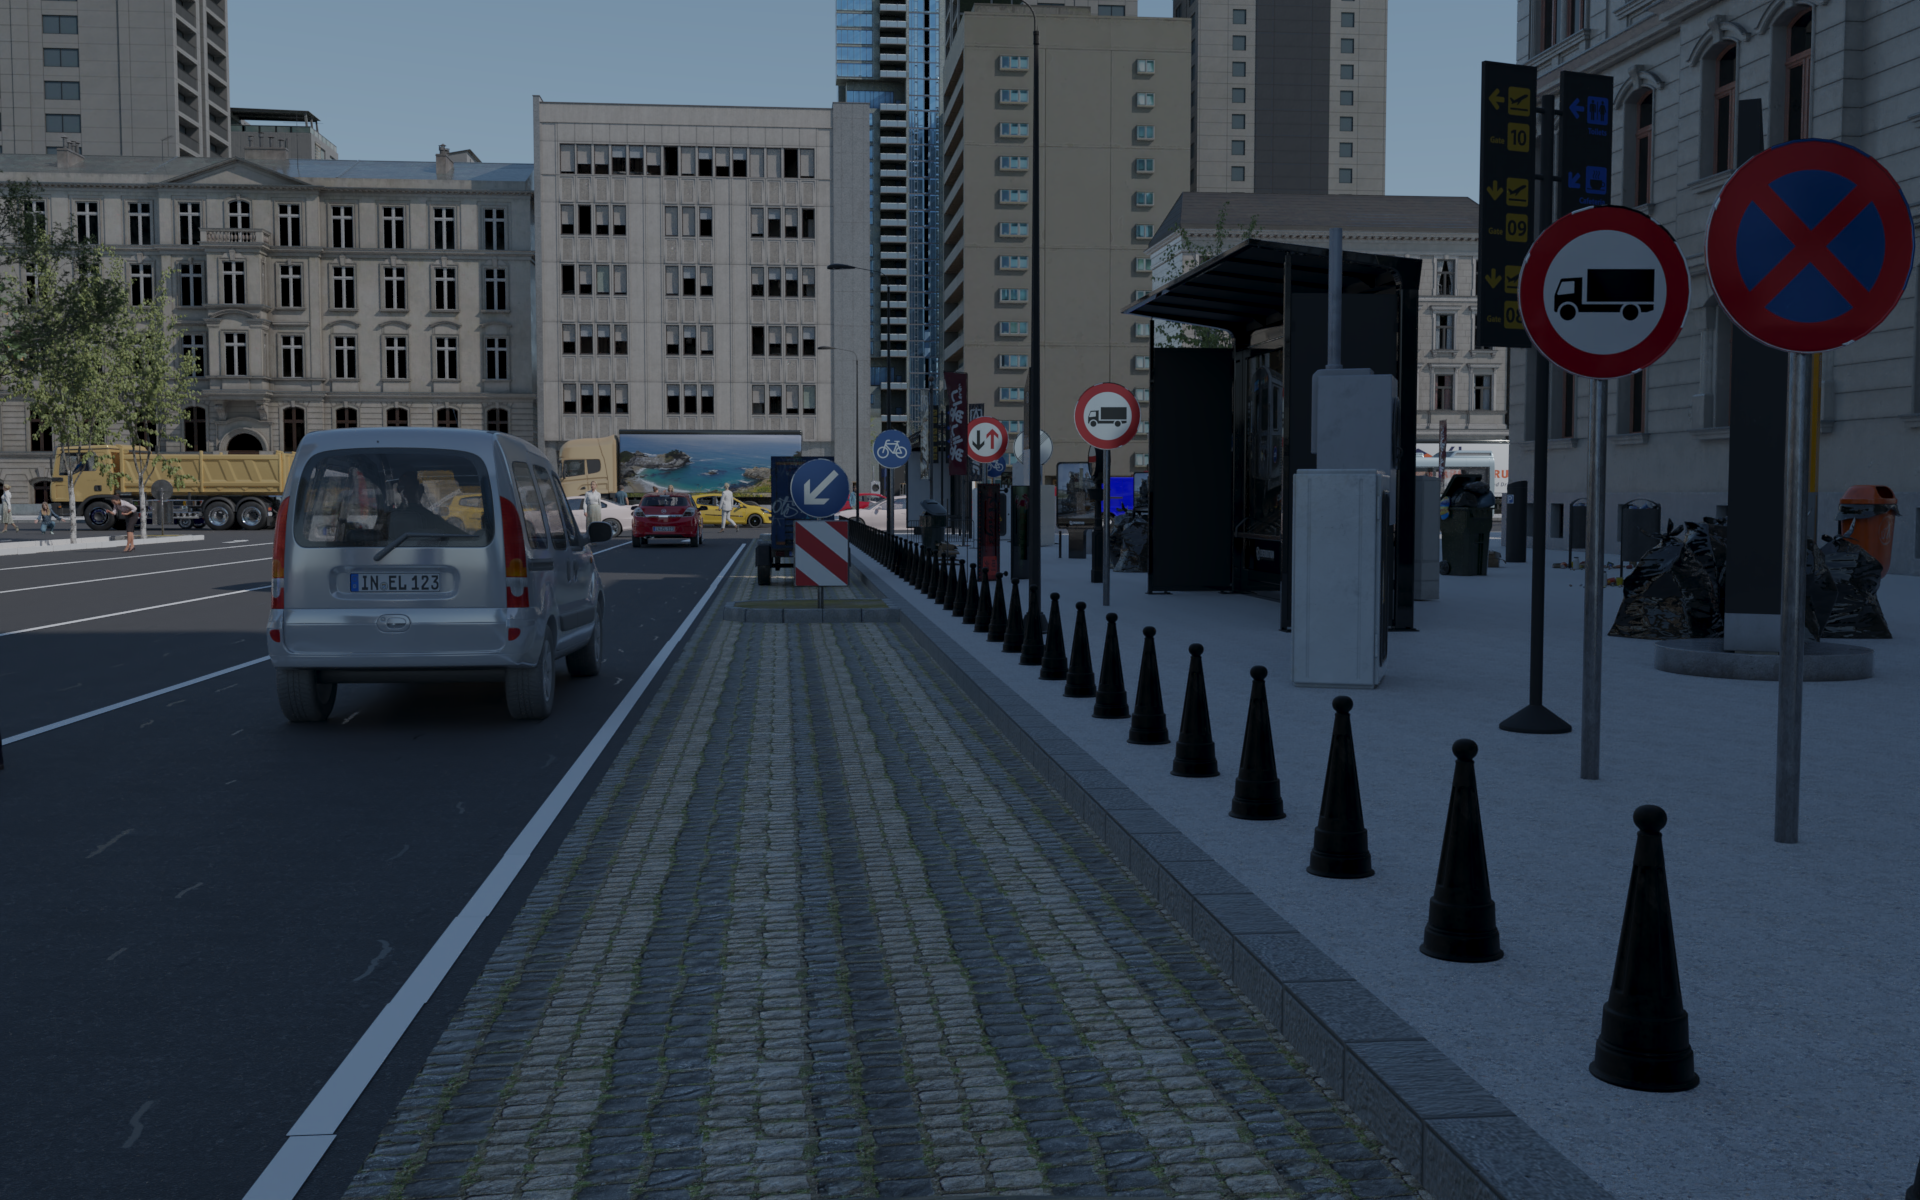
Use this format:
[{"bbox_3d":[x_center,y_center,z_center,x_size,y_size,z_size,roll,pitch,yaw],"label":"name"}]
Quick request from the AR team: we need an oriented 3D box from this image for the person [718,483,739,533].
[{"bbox_3d":[-8.537,-3.388,63.767,0.818,1.842,0.514,1,4,12],"label":"person"}]

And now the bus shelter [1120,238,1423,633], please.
[{"bbox_3d":[3.198,-1.702,19.116,1.731,3.624,6.357,0,4,-6],"label":"bus shelter"}]

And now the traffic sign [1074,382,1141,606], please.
[{"bbox_3d":[1.682,-1.206,19.828,0.768,2.556,0.104,0,4,1],"label":"traffic sign"}]

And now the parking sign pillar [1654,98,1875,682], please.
[{"bbox_3d":[5.807,-1.465,12.431,1.447,3.967,1.447,2,4,28],"label":"parking sign pillar"}]

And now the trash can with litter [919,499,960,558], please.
[{"bbox_3d":[-0.370,-1.463,35.313,0.624,1.170,1.055,-2,4,-35],"label":"trash can with litter"}]

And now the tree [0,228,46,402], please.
[{"bbox_3d":[-23.905,-5.720,46.347,4.737,8.622,4.395,0,3,0],"label":"tree"}]

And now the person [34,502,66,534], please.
[{"bbox_3d":[-32.580,-2.936,61.998,1.012,1.151,0.738,-2,4,-29],"label":"person"}]

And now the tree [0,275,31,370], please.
[{"bbox_3d":[-22.396,-6.792,30.517,9.611,12.733,9.660,0,3,0],"label":"tree"}]

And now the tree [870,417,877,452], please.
[{"bbox_3d":[-8.557,-11.648,140.815,4.737,8.622,4.395,0,3,0],"label":"tree"}]

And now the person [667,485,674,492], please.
[{"bbox_3d":[-11.544,-3.725,69.583,0.709,1.800,0.728,1,4,10],"label":"person"}]

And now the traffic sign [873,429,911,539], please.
[{"bbox_3d":[-1.338,-2.088,34.241,0.768,2.556,0.104,0,4,2],"label":"traffic sign"}]

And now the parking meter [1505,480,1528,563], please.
[{"bbox_3d":[10.443,-1.473,32.496,0.372,1.533,0.369,0,3,0],"label":"parking meter"}]

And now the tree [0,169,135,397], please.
[{"bbox_3d":[-23.212,-6.312,40.068,8.767,10.594,7.601,0,4,-6],"label":"tree"}]

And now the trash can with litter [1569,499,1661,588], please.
[{"bbox_3d":[9.669,-0.773,23.699,2.233,1.210,1.678,3,5,40],"label":"trash can with litter"}]

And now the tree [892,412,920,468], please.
[{"bbox_3d":[-3.759,-12.227,150.274,4.360,8.622,3.978,0,3,0],"label":"tree"}]

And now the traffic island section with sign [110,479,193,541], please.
[{"bbox_3d":[-24.776,-2.764,53.329,2.006,1.907,1.989,0,4,-6],"label":"traffic island section with sign"}]

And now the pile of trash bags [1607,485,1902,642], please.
[{"bbox_3d":[7.649,-0.379,15.955,3.447,1.369,1.912,-3,4,-37],"label":"pile of trash bags"}]

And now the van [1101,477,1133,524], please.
[{"bbox_3d":[6.742,-3.588,63.048,5.245,2.365,2.240,0,4,-7],"label":"van"}]

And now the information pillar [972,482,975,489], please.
[{"bbox_3d":[0.774,-6.752,101.748,0.183,3.616,0.504,1,4,18],"label":"information pillar"}]

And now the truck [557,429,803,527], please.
[{"bbox_3d":[-12.620,-5.346,76.319,11.283,4.237,2.839,0,4,-7],"label":"truck"}]

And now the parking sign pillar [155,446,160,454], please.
[{"bbox_3d":[-44.628,-6.630,96.875,1.447,3.967,1.447,-1,4,-15],"label":"parking sign pillar"}]

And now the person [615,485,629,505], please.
[{"bbox_3d":[-14.233,-3.941,73.068,0.598,1.807,0.434,1,4,23],"label":"person"}]

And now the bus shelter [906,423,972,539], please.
[{"bbox_3d":[-0.662,-3.550,51.972,2.014,3.302,5.546,0,4,-6],"label":"bus shelter"}]

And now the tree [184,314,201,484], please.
[{"bbox_3d":[-24.279,-6.015,51.162,4.737,8.622,4.395,0,3,0],"label":"tree"}]

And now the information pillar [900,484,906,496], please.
[{"bbox_3d":[-3.962,-7.099,120.563,0.304,2.012,0.304,3,5,44],"label":"information pillar"}]

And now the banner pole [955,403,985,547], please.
[{"bbox_3d":[0.269,-3.192,42.198,0.863,3.779,0.401,3,4,37],"label":"banner pole"}]

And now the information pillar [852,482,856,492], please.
[{"bbox_3d":[-6.270,-6.052,103.437,0.304,2.012,0.304,1,4,14],"label":"information pillar"}]

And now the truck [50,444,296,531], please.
[{"bbox_3d":[-31.541,-4.455,68.771,9.791,3.379,3.469,0,4,-6],"label":"truck"}]

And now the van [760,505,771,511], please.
[{"bbox_3d":[-10.297,-4.608,82.352,4.112,2.044,2.013,0,4,-7],"label":"van"}]

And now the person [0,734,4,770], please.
[{"bbox_3d":[-5.237,0.020,9.096,0.530,1.710,0.541,0,4,1],"label":"person"}]

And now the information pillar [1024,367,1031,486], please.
[{"bbox_3d":[1.276,-2.498,32.197,0.183,3.616,0.504,-1,4,-10],"label":"information pillar"}]

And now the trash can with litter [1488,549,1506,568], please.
[{"bbox_3d":[9.073,-1.168,30.481,1.055,1.170,0.624,1,4,20],"label":"trash can with litter"}]

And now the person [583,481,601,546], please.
[{"bbox_3d":[-10.150,-2.397,47.915,0.478,1.798,0.641,0,4,-4],"label":"person"}]

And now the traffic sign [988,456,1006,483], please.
[{"bbox_3d":[1.035,-3.254,53.315,0.768,2.556,0.104,0,4,3],"label":"traffic sign"}]

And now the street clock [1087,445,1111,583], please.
[{"bbox_3d":[2.007,-1.250,25.001,0.358,2.002,0.471,-1,4,-10],"label":"street clock"}]

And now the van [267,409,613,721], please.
[{"bbox_3d":[-3.559,-0.326,12.336,2.013,2.044,4.112,0,4,-5],"label":"van"}]

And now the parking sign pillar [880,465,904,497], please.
[{"bbox_3d":[-4.654,-8.276,123.782,1.447,3.967,1.447,-1,4,-19],"label":"parking sign pillar"}]

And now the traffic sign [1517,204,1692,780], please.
[{"bbox_3d":[2.841,-0.467,7.734,0.768,2.556,0.104,0,4,0],"label":"traffic sign"}]

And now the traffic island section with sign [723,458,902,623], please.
[{"bbox_3d":[-1.736,-0.699,20.051,1.989,1.847,2.006,0,4,-6],"label":"traffic island section with sign"}]

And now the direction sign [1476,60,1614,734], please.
[{"bbox_3d":[3.133,-1.060,9.324,0.876,3.537,0.379,-2,4,-24],"label":"direction sign"}]

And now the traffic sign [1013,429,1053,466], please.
[{"bbox_3d":[1.403,-2.030,33.289,0.768,2.556,0.104,0,4,1],"label":"traffic sign"}]

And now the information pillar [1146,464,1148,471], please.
[{"bbox_3d":[14.416,-8.702,133.630,0.183,3.616,0.504,-1,4,-10],"label":"information pillar"}]

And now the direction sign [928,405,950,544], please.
[{"bbox_3d":[-0.456,-3.191,44.173,0.876,3.537,0.379,0,4,-5],"label":"direction sign"}]

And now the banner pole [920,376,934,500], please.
[{"bbox_3d":[-0.688,-2.846,36.551,0.401,3.779,0.863,1,4,21],"label":"banner pole"}]

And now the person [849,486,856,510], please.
[{"bbox_3d":[-4.470,-3.922,72.975,0.601,1.785,0.444,-3,5,-43],"label":"person"}]

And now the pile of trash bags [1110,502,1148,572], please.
[{"bbox_3d":[3.412,-1.154,28.620,1.912,1.369,3.447,0,4,-2],"label":"pile of trash bags"}]

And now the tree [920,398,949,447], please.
[{"bbox_3d":[-0.633,-11.218,133.777,4.360,8.622,3.978,0,3,0],"label":"tree"}]

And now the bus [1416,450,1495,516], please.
[{"bbox_3d":[15.727,-4.788,73.148,13.247,3.499,2.948,0,4,-7],"label":"bus"}]

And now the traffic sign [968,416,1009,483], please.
[{"bbox_3d":[0.412,-1.728,28.366,0.768,2.556,0.104,0,4,-2],"label":"traffic sign"}]

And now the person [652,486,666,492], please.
[{"bbox_3d":[-11.132,-3.359,64.219,0.742,1.727,0.445,2,4,25],"label":"person"}]

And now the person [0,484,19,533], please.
[{"bbox_3d":[-35.153,-3.381,64.011,0.641,1.798,0.478,-1,4,-9],"label":"person"}]

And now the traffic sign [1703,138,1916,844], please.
[{"bbox_3d":[3.050,-0.380,6.315,0.768,2.556,0.104,0,4,-2],"label":"traffic sign"}]

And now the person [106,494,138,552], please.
[{"bbox_3d":[-20.587,-1.891,42.608,0.628,1.438,0.799,-1,4,-15],"label":"person"}]

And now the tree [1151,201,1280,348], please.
[{"bbox_3d":[6.711,-5.767,44.650,4.737,8.622,4.395,0,3,0],"label":"tree"}]

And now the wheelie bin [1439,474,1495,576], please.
[{"bbox_3d":[8.004,-1.186,27.297,0.980,1.594,0.693,-2,4,-31],"label":"wheelie bin"}]
